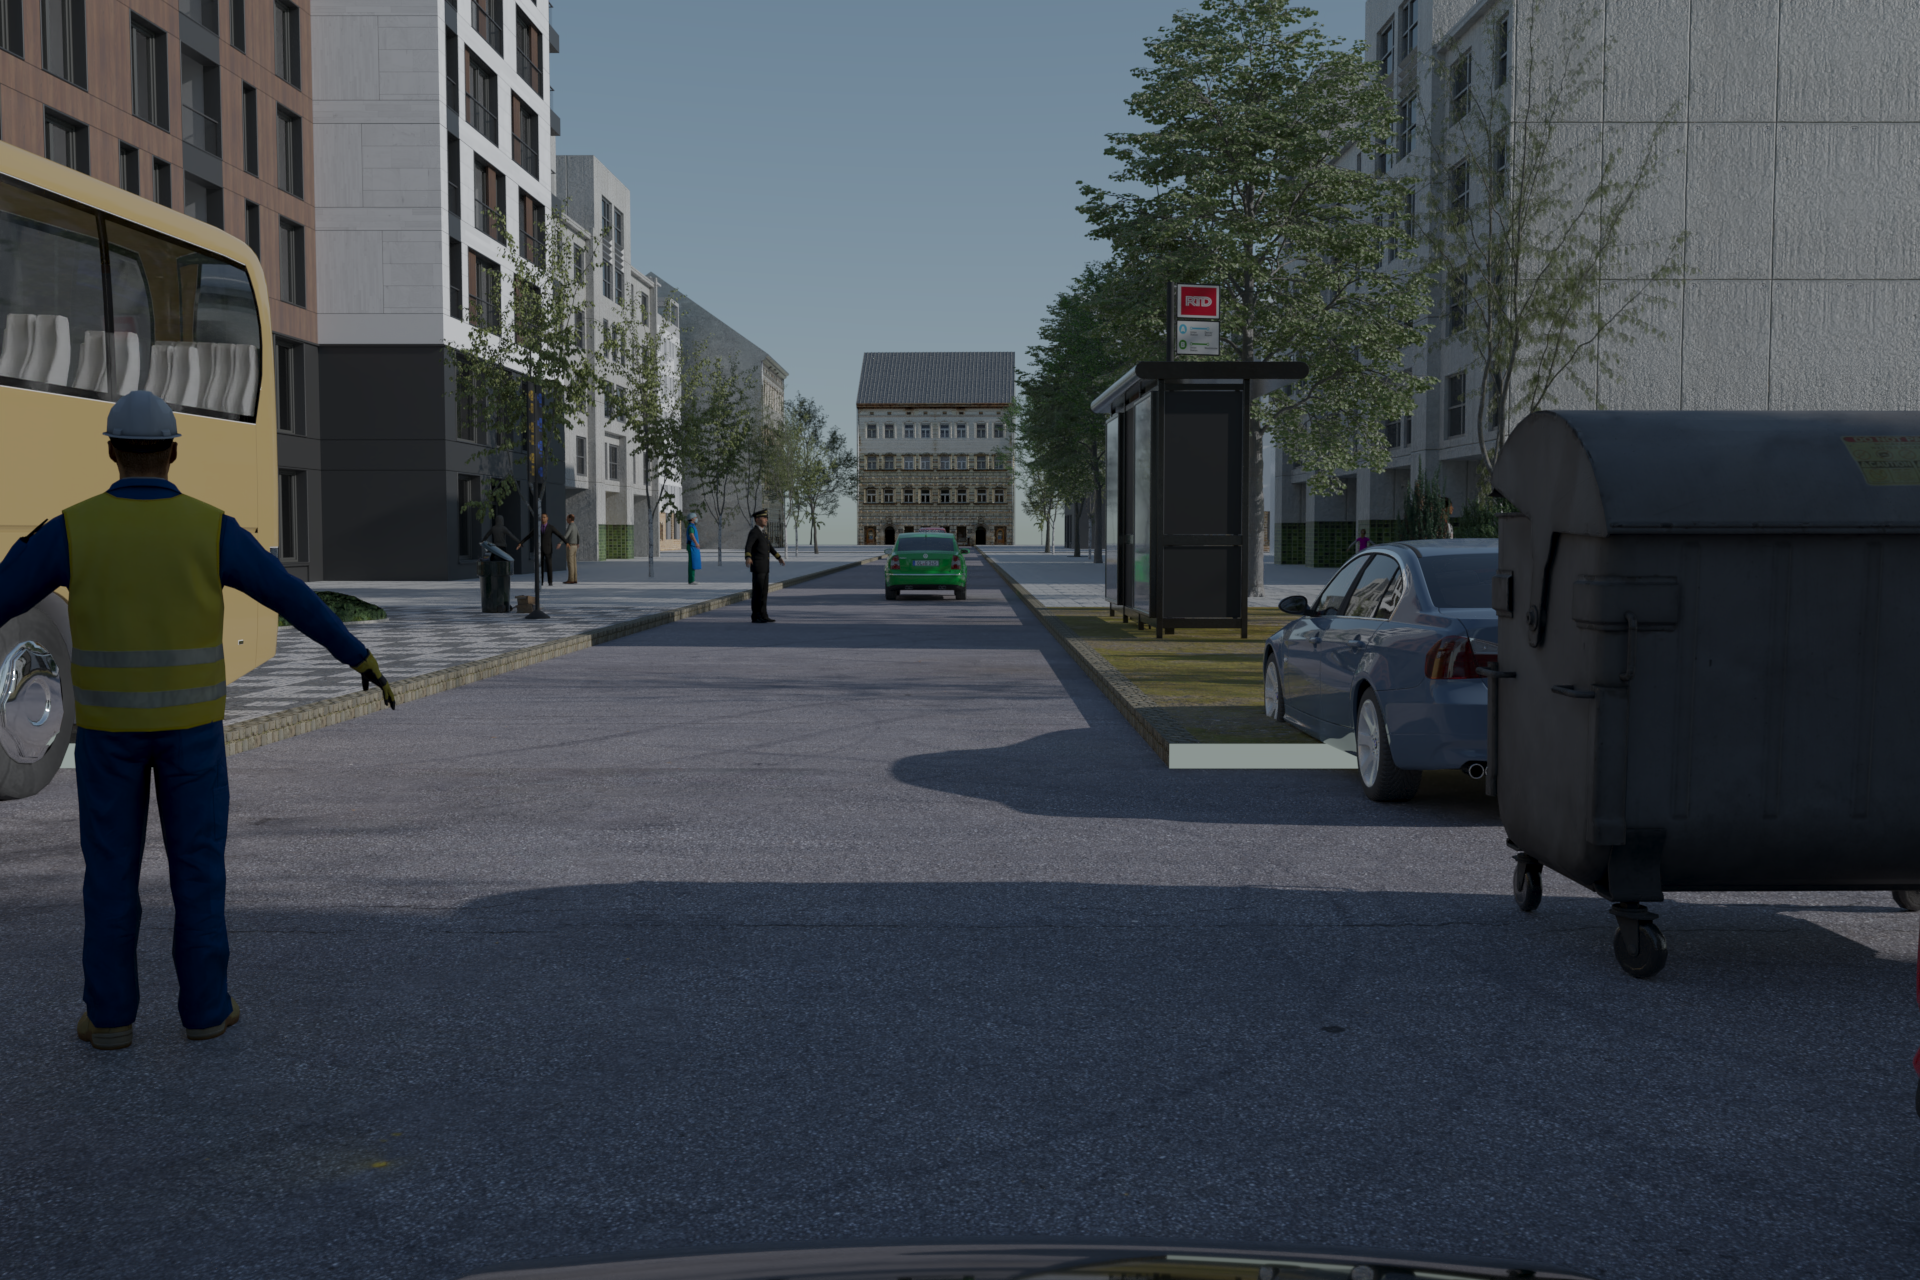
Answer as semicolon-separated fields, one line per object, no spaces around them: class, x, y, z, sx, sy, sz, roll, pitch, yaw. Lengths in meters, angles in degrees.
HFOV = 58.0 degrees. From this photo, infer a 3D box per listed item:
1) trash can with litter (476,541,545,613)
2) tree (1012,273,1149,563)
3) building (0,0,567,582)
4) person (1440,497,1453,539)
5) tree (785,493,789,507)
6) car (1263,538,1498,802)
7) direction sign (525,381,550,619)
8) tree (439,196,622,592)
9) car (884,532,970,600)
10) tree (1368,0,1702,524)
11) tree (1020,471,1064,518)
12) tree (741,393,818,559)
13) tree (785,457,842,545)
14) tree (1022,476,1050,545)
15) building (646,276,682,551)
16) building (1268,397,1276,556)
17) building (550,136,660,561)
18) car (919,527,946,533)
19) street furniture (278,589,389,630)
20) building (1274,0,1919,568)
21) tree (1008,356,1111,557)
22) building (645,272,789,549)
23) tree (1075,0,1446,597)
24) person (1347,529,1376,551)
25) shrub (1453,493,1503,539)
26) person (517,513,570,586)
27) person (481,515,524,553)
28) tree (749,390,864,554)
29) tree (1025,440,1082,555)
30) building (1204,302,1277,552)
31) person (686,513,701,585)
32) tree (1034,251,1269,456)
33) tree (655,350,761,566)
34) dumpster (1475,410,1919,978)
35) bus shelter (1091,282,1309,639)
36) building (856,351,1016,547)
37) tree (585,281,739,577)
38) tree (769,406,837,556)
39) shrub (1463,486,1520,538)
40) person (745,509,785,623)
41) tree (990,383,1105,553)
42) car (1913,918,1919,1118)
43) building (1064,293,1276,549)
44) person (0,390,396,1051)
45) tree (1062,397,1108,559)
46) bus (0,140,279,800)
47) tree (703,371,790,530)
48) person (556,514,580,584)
trash can with litter;-7.315;-1.028;28.197;1.055;1.170;0.624;0;4;2
tree;5.708;-9.660;76.076;7.486;12.596;7.792;0;3;0
building;-27.854;-12.254;44.327;27.936;21.610;32.646;0;4;0
person;7.072;-1.168;25.248;0.704;1.843;1.345;1;4;15
tree;-21.407;-15.409;202.295;4.360;8.622;3.978;0;3;0
car;3.040;0.088;10.563;2.014;1.417;4.499;0;4;-1
direction sign;-6.415;-2.091;26.191;0.379;3.537;0.876;0;4;0
tree;-9.406;-5.373;38.212;4.737;8.622;4.395;0;3;0
car;-0.754;-1.847;38.993;1.959;1.807;4.718;0;4;-1
tree;7.065;-4.467;23.398;4.360;8.622;3.978;0;3;0
tree;10.522;-16.331;201.426;7.601;10.594;8.767;0;4;5
tree;-8.889;-8.526;89.770;4.360;8.622;3.978;0;3;0
tree;-17.680;-16.776;208.691;7.601;10.594;8.767;0;4;8
tree;9.650;-15.805;208.770;4.737;8.622;4.395;0;3;0
building;-27.627;-16.636;128.417;16.016;20.090;11.380;0;4;-1
building;23.015;-9.061;90.293;9.099;9.664;28.070;0;4;0
building;-25.427;-13.138;81.260;16.747;18.905;31.486;0;4;1
car;-1.577;-5.472;98.132;2.281;1.827;5.304;0;3;0
street furniture;-11.307;-0.383;21.888;5.734;0.657;10.072;1;4;9
building;21.830;-11.718;58.050;16.747;18.905;31.486;0;3;0
tree;6.686;-10.428;96.248;9.928;11.665;9.643;0;3;0
building;-25.850;-19.793;154.536;19.493;23.208;18.063;0;3;0
tree;5.670;-7.163;35.250;7.486;12.596;7.792;0;3;0
person;11.576;-2.470;49.656;0.991;1.433;0.599;2;4;26
shrub;8.914;-1.520;28.902;1.661;2.075;1.752;0;3;0
person;-10.305;-2.246;42.945;1.346;1.802;0.704;0;4;2
person;-12.992;-2.621;48.982;1.348;1.813;0.705;1;4;16
tree;-9.535;-10.860;111.974;7.601;10.594;8.767;3;4;39
tree;5.949;-9.679;108.615;4.737;8.622;4.395;0;3;0
building;24.744;-17.259;138.596;16.016;20.090;11.380;0;4;1
person;-6.747;-2.308;43.860;0.704;1.817;1.347;-1;4;-12
tree;6.617;-8.242;60.510;9.928;11.665;9.643;0;3;0
tree;-9.781;-7.280;69.391;4.737;8.622;4.395;0;3;0
dumpster;2.879;0.132;6.064;1.865;1.857;1.264;0;4;-1
bus shelter;3.138;-2.917;25.328;2.179;5.291;8.768;0;4;-1
building;-2.457;-22.890;207.631;18.063;23.208;19.493;0;4;2
tree;-8.969;-6.176;51.342;4.737;8.622;4.395;0;3;0
tree;-9.269;-9.088;98.951;4.737;8.622;4.395;0;3;0
shrub;5.752;-0.805;17.575;1.690;2.028;1.600;0;3;0
person;-3.203;-1.199;27.995;0.705;1.837;1.347;1;4;19
tree;5.879;-11.666;116.487;9.928;11.665;9.643;0;3;0
car;2.850;0.443;1.805;2.155;1.783;4.494;0;3;0
building;23.657;-19.533;163.338;27.936;21.610;32.646;0;3;0
person;-2.299;0.214;4.920;1.349;1.833;0.705;-2;4;-24
tree;6.338;-8.380;87.373;4.360;8.622;3.978;0;3;0
bus;-6.246;-0.915;6.510;2.896;3.916;12.252;0;4;0
tree;-9.385;-7.804;77.965;4.360;8.622;3.978;0;3;0
person;-10.054;-2.349;44.681;0.705;1.796;1.348;1;4;9
